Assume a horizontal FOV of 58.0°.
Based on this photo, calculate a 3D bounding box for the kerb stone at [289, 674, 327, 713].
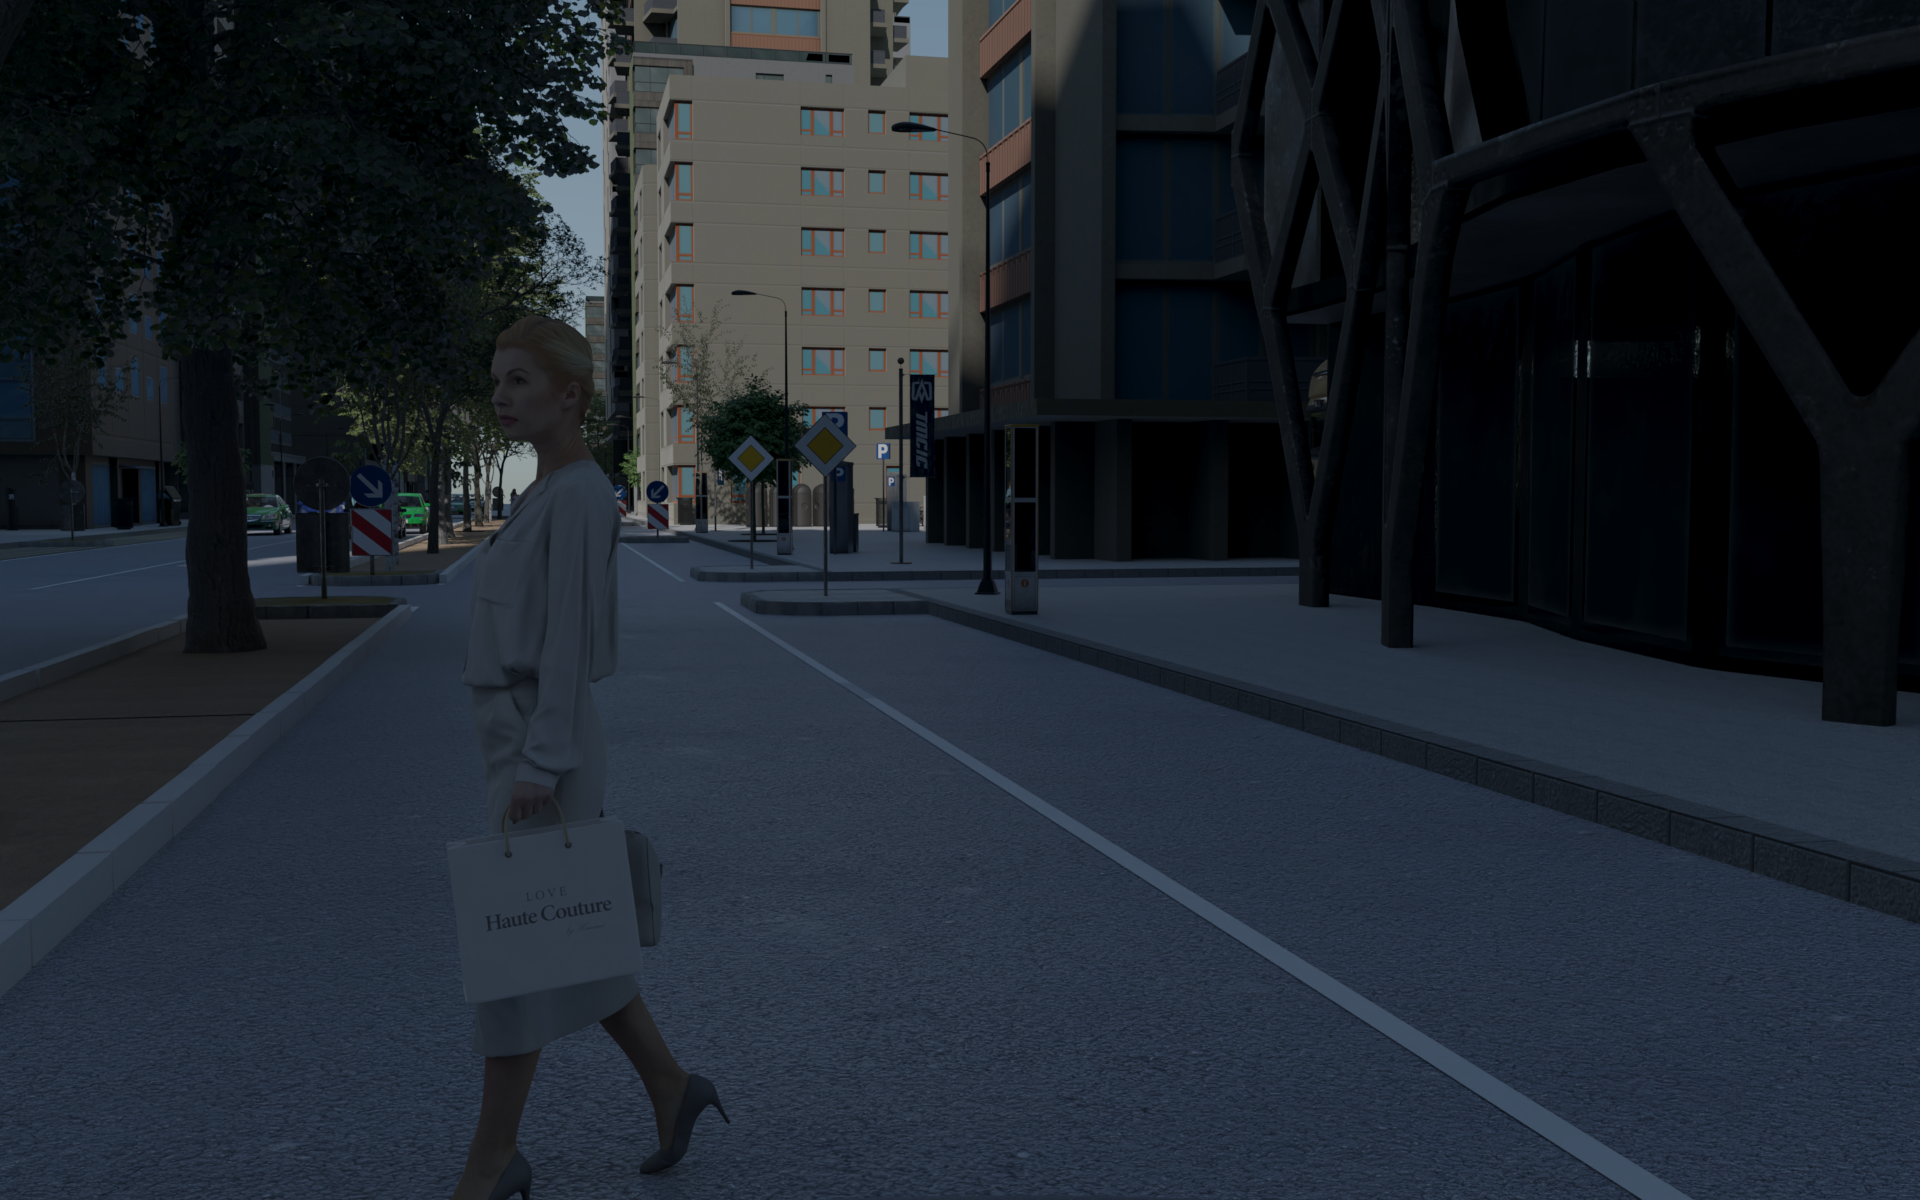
[{"bbox_3d":[-4.418,0.642,11.699,0.120,0.150,1.000,-1,4,-13],"label":"kerb stone"}]

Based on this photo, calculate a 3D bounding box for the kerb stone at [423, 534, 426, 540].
[{"bbox_3d":[-16.402,-1.860,52.601,0.120,0.150,1.000,-1,4,-13],"label":"kerb stone"}]

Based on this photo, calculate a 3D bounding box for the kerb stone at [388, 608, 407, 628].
[{"bbox_3d":[-6.097,0.217,18.674,0.120,0.150,1.000,-1,4,-13],"label":"kerb stone"}]

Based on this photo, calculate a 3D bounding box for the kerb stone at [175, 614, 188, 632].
[{"bbox_3d":[-8.139,0.246,18.178,0.120,0.150,1.000,-1,4,-13],"label":"kerb stone"}]

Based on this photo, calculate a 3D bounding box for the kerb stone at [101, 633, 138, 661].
[{"bbox_3d":[-7.409,0.429,15.186,0.120,0.150,1.000,-1,4,-13],"label":"kerb stone"}]

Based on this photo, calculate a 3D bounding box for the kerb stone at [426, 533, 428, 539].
[{"bbox_3d":[-16.643,-1.920,53.594,0.120,0.150,1.000,-1,4,-13],"label":"kerb stone"}]

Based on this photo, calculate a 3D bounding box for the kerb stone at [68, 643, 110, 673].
[{"bbox_3d":[-7.178,0.492,14.191,0.120,0.150,1.000,-1,4,-13],"label":"kerb stone"}]

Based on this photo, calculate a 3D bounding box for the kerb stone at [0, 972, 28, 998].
[{"bbox_3d":[-2.743,1.069,4.721,0.120,0.150,1.000,-1,4,-13],"label":"kerb stone"}]

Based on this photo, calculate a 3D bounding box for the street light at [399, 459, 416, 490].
[{"bbox_3d":[-57.994,-12.746,180.936,1.470,5.913,1.316,-1,4,-13],"label":"street light"}]

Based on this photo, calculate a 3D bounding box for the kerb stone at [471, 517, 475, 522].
[{"bbox_3d":[-26.458,-4.420,94.470,0.120,0.150,1.000,-1,4,-13],"label":"kerb stone"}]

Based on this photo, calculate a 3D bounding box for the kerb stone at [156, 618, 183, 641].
[{"bbox_3d":[-7.902,0.316,17.176,0.120,0.150,1.000,-1,4,-13],"label":"kerb stone"}]

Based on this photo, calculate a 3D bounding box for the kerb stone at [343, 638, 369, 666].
[{"bbox_3d":[-5.143,0.459,14.684,0.120,0.150,1.000,-1,4,-13],"label":"kerb stone"}]

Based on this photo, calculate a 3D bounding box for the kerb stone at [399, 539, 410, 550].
[{"bbox_3d":[-14.969,-1.491,46.616,0.120,0.150,1.000,-1,4,-13],"label":"kerb stone"}]

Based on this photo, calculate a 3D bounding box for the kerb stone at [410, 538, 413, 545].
[{"bbox_3d":[-15.209,-1.554,47.610,0.120,0.150,1.000,-1,4,-13],"label":"kerb stone"}]

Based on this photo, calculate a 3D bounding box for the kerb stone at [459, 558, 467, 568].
[{"bbox_3d":[-9.564,-0.668,33.124,0.120,0.150,1.000,-1,4,-13],"label":"kerb stone"}]

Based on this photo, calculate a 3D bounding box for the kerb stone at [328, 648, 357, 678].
[{"bbox_3d":[-4.907,0.523,13.690,0.120,0.150,1.000,-1,4,-13],"label":"kerb stone"}]

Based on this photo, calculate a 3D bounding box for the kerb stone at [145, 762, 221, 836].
[{"bbox_3d":[-3.461,0.887,7.713,0.120,0.150,1.000,-1,4,-13],"label":"kerb stone"}]

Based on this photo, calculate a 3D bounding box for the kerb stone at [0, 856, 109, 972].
[{"bbox_3d":[-2.986,1.012,5.720,0.120,0.150,1.000,-1,4,-13],"label":"kerb stone"}]

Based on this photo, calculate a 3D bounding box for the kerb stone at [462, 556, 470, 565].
[{"bbox_3d":[-9.796,-0.724,34.121,0.120,0.150,1.000,-1,4,-13],"label":"kerb stone"}]

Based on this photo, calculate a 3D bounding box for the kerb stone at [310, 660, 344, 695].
[{"bbox_3d":[-4.657,0.581,12.693,0.120,0.150,1.000,-1,4,-13],"label":"kerb stone"}]

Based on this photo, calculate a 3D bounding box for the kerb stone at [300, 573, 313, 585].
[{"bbox_3d":[-10.421,-0.336,27.691,0.120,0.150,1.000,-1,4,-13],"label":"kerb stone"}]

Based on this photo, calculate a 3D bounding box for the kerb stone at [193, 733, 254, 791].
[{"bbox_3d":[-3.708,0.827,8.706,0.120,0.150,1.000,-1,4,-13],"label":"kerb stone"}]

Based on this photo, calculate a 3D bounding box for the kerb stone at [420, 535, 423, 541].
[{"bbox_3d":[-16.166,-1.797,51.604,0.120,0.150,1.000,-1,4,-13],"label":"kerb stone"}]

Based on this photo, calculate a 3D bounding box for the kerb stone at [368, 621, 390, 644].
[{"bbox_3d":[-5.622,0.337,16.681,0.120,0.150,1.000,-1,4,-13],"label":"kerb stone"}]

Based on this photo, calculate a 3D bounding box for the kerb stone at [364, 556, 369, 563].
[{"bbox_3d":[-12.332,-0.823,35.651,0.120,0.150,1.000,-1,4,-13],"label":"kerb stone"}]

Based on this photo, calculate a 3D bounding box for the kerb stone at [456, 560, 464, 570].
[{"bbox_3d":[-9.328,-0.605,32.130,0.120,0.150,1.000,-1,4,-13],"label":"kerb stone"}]

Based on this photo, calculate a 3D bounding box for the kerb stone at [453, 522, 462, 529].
[{"bbox_3d":[-21.910,-3.258,75.532,0.120,0.150,1.000,-1,4,-13],"label":"kerb stone"}]

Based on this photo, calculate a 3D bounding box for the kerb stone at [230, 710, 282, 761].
[{"bbox_3d":[-3.950,0.765,9.703,0.120,0.150,1.000,-1,4,-13],"label":"kerb stone"}]

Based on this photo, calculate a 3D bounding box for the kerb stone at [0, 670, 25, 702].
[{"bbox_3d":[-6.711,0.614,12.195,0.120,0.150,1.000,-1,4,-13],"label":"kerb stone"}]

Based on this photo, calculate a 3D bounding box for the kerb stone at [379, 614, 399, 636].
[{"bbox_3d":[-5.857,0.276,17.676,0.120,0.150,1.000,-1,4,-13],"label":"kerb stone"}]

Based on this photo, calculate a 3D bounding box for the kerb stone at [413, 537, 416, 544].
[{"bbox_3d":[-15.441,-1.615,48.605,0.120,0.150,1.000,-1,4,-13],"label":"kerb stone"}]

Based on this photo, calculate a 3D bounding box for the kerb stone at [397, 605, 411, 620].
[{"bbox_3d":[-6.336,0.160,19.669,0.120,0.150,1.000,-1,4,-13],"label":"kerb stone"}]

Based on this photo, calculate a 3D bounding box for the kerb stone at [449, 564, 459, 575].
[{"bbox_3d":[-8.852,-0.486,30.139,0.120,0.150,1.000,-1,4,-13],"label":"kerb stone"}]

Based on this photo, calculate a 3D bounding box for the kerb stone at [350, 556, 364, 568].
[{"bbox_3d":[-12.097,-0.759,34.653,0.120,0.150,1.000,-1,4,-13],"label":"kerb stone"}]

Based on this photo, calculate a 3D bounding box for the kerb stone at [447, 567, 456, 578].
[{"bbox_3d":[-8.614,-0.425,29.143,0.120,0.150,1.000,-1,4,-13],"label":"kerb stone"}]

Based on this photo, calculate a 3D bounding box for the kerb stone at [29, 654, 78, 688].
[{"bbox_3d":[-6.933,0.551,13.192,0.120,0.150,1.000,-1,4,-13],"label":"kerb stone"}]

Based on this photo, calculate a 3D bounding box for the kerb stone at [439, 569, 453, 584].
[{"bbox_3d":[-8.372,-0.361,28.150,0.120,0.150,1.000,-1,4,-13],"label":"kerb stone"}]

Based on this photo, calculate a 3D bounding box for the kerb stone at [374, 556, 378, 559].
[{"bbox_3d":[-12.815,-0.946,37.658,0.120,0.150,1.000,-1,4,-13],"label":"kerb stone"}]

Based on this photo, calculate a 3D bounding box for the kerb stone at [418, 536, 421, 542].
[{"bbox_3d":[-15.917,-1.738,50.605,0.120,0.150,1.000,-1,4,-13],"label":"kerb stone"}]

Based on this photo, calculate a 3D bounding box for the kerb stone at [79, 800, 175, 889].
[{"bbox_3d":[-3.226,0.949,6.714,0.120,0.150,1.000,-1,4,-13],"label":"kerb stone"}]

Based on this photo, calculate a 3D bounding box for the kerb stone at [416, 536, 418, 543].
[{"bbox_3d":[-15.687,-1.676,49.597,0.120,0.150,1.000,-1,4,-13],"label":"kerb stone"}]

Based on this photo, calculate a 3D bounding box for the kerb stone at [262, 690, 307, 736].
[{"bbox_3d":[-4.185,0.704,10.701,0.120,0.150,1.000,-1,4,-13],"label":"kerb stone"}]

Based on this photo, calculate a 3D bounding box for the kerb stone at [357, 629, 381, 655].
[{"bbox_3d":[-5.381,0.399,15.688,0.120,0.150,1.000,-1,4,-13],"label":"kerb stone"}]

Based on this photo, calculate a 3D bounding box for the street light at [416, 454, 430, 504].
[{"bbox_3d":[-63.045,-14.062,202.459,1.470,5.913,1.316,-1,4,-13],"label":"street light"}]

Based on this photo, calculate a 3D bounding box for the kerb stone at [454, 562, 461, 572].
[{"bbox_3d":[-9.096,-0.547,31.132,0.120,0.150,1.000,-1,4,-13],"label":"kerb stone"}]

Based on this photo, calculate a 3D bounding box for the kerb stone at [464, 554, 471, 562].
[{"bbox_3d":[-10.047,-0.787,35.125,0.120,0.150,1.000,-1,4,-13],"label":"kerb stone"}]

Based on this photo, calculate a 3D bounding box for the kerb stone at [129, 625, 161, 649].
[{"bbox_3d":[-7.665,0.368,16.180,0.120,0.150,1.000,-1,4,-13],"label":"kerb stone"}]
